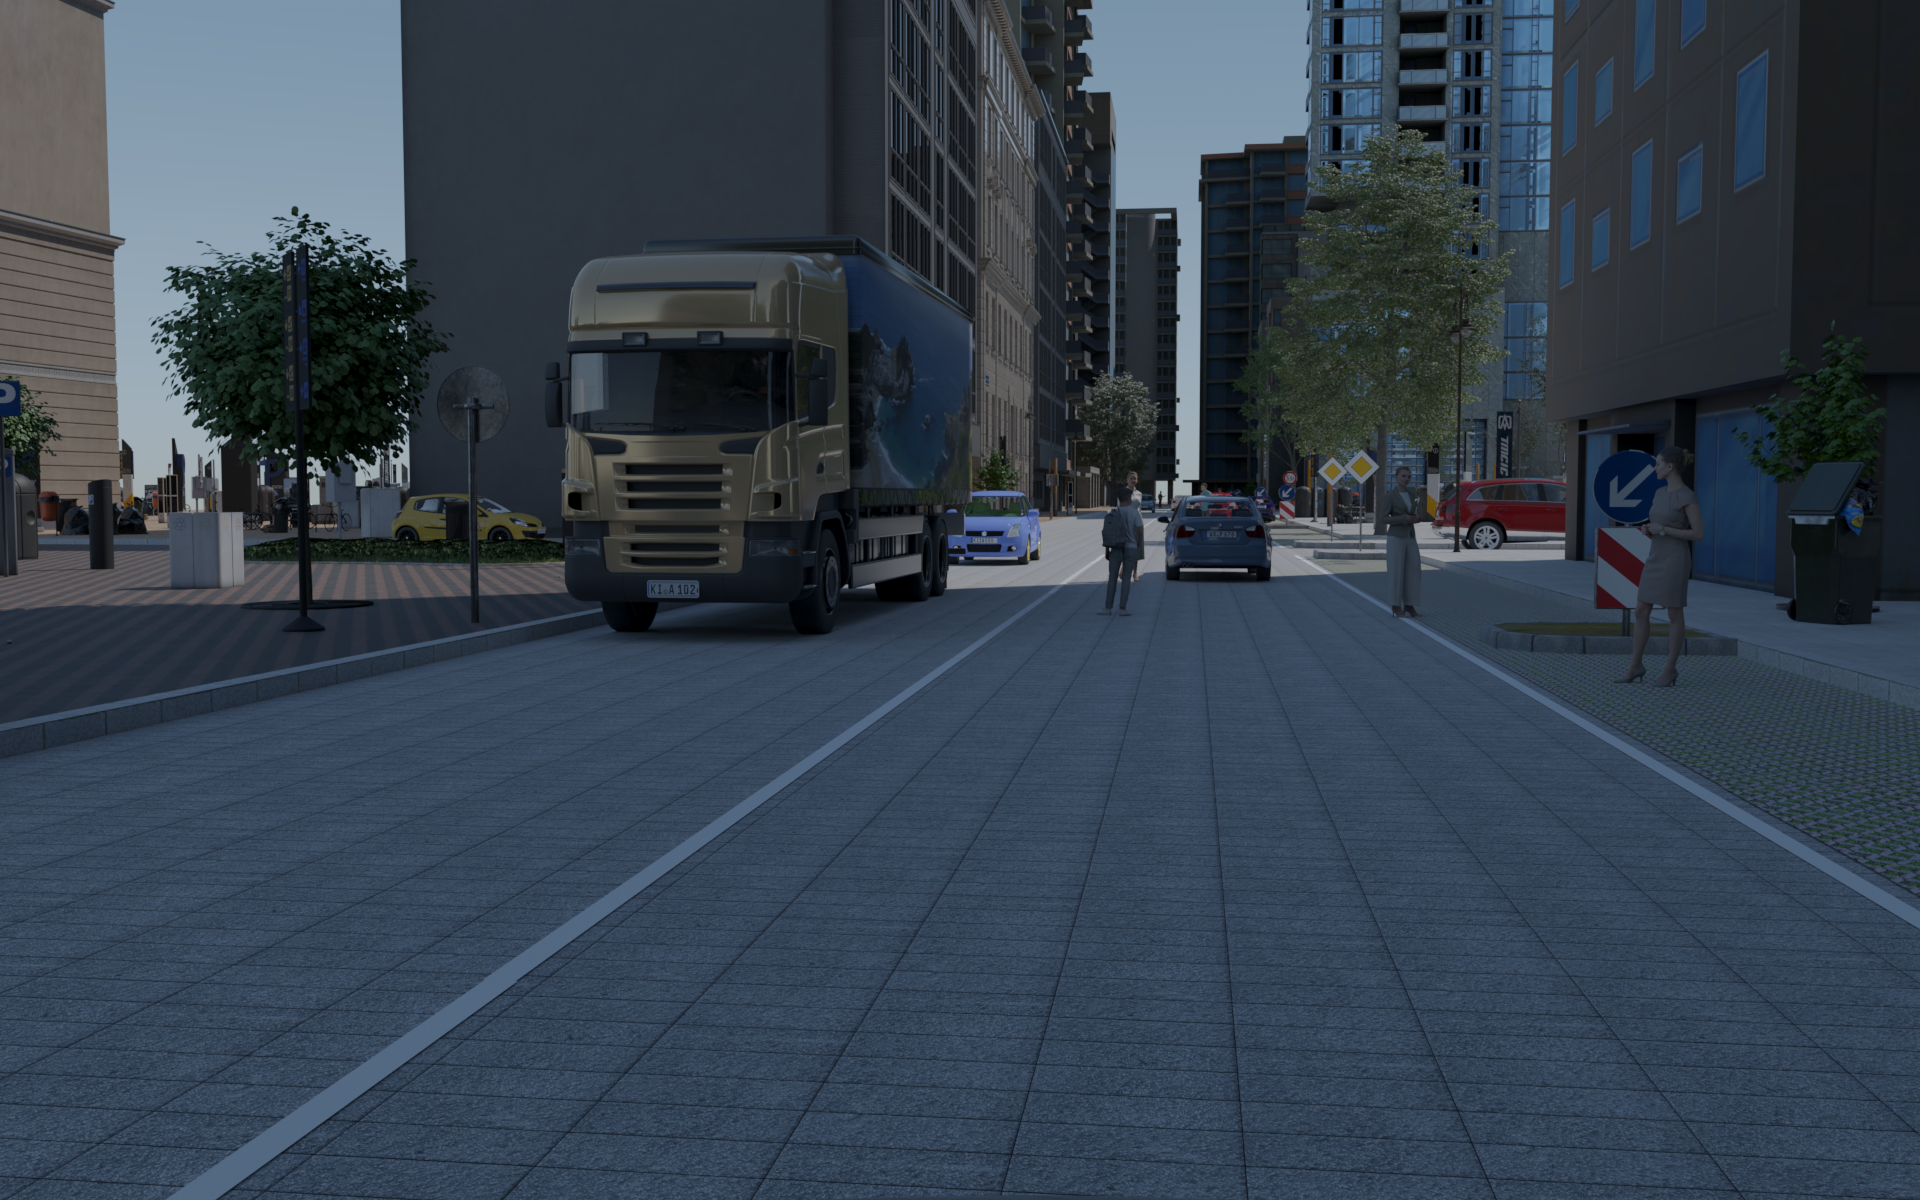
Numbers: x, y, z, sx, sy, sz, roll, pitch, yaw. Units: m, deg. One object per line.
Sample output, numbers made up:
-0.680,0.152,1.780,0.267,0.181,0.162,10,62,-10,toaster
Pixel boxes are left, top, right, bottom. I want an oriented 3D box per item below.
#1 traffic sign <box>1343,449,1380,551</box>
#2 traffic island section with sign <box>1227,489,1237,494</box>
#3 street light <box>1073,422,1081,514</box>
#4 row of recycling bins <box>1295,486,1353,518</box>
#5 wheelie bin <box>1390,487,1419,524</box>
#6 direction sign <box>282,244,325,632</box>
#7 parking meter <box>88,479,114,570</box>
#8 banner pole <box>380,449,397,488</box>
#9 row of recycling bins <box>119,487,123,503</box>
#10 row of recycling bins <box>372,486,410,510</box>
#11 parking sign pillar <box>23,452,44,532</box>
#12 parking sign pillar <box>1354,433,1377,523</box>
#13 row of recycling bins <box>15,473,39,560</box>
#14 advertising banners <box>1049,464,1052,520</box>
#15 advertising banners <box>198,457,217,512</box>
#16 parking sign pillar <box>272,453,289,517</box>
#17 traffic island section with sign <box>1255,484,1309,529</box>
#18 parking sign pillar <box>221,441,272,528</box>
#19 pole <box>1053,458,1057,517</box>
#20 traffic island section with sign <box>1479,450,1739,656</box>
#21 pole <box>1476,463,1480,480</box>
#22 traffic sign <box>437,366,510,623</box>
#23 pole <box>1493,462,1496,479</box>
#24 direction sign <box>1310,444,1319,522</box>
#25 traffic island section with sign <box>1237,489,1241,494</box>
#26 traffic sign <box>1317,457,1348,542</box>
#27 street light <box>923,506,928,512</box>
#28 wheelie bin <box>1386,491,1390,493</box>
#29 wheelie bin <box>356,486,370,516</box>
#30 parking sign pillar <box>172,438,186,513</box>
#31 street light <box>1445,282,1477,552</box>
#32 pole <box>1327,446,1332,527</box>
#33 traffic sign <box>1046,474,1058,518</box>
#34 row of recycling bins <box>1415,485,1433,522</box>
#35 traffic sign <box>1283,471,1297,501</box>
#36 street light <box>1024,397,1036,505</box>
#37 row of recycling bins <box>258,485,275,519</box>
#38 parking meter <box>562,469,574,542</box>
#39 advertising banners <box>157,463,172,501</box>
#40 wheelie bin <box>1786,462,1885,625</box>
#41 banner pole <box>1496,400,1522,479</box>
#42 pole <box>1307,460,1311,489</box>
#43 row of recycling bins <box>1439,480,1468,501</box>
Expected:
8.969,-2.147,38.747,0.795,2.450,0.064,0,4,8,traffic sign
27.107,-10.153,174.624,1.989,1.847,2.006,0,4,8,traffic island section with sign
7.512,-8.506,111.856,0.468,5.910,1.993,0,4,8,street light
19.749,-5.327,94.214,3.534,1.692,1.069,-2,4,-24,row of recycling bins
19.256,-4.077,74.574,0.980,1.594,0.693,-1,4,-16,wheelie bin
-6.163,-1.478,16.162,0.379,3.537,0.876,-2,4,-34,direction sign
-14.669,-1.295,29.577,0.372,1.533,0.369,0,3,0,parking meter
-25.310,-5.271,76.191,0.401,3.779,0.863,1,4,19,banner pole
-39.478,-4.459,80.013,1.069,1.692,3.534,0,4,-8,row of recycling bins
-30.081,-5.207,92.244,3.534,1.692,1.069,2,4,26,row of recycling bins
-31.489,-4.246,57.890,1.447,3.967,1.447,-2,4,-33,parking sign pillar
18.114,-5.381,76.448,1.447,3.967,1.447,1,4,11,parking sign pillar
-19.669,-1.689,34.725,3.534,1.692,1.069,3,4,37,row of recycling bins
4.440,-5.436,85.060,0.090,3.025,2.074,0,4,5,advertising banners
-35.033,-5.165,80.629,0.090,3.025,2.074,-3,5,-43,advertising banners
-38.175,-6.624,96.781,1.447,3.967,1.447,0,4,7,parking sign pillar
13.379,-3.855,71.664,1.989,1.847,2.006,0,4,8,traffic island section with sign
-27.555,-4.756,66.225,1.447,3.967,1.447,1,4,13,parking sign pillar
5.428,-6.400,98.482,0.158,3.312,0.155,0,3,0,pole
5.998,-0.469,16.292,1.989,1.847,2.006,0,4,8,traffic island section with sign
34.383,-7.413,115.051,0.158,3.312,0.155,0,3,0,pole
-4.840,-1.046,17.209,0.768,2.556,0.104,1,4,9,traffic sign
34.292,-7.170,111.079,0.158,3.312,0.155,0,3,0,pole
16.107,-5.302,78.683,0.379,3.537,0.876,-1,4,-12,direction sign
16.941,-5.490,98.384,1.989,1.847,2.006,0,4,8,traffic island section with sign
10.024,-2.631,46.662,0.795,2.450,0.064,0,4,8,traffic sign
-0.978,-4.634,48.560,0.468,5.910,1.993,0,4,8,street light
27.695,-6.326,111.332,0.693,1.594,0.980,1,4,22,wheelie bin
-23.157,-3.619,67.084,0.693,1.594,0.980,2,4,32,wheelie bin
-37.829,-5.836,83.887,1.447,3.967,1.447,-1,4,-18,parking sign pillar
10.947,-3.988,37.990,0.468,5.910,1.993,0,4,8,street light
14.592,-4.552,68.266,0.158,3.312,0.155,0,3,0,pole
4.696,-5.277,88.403,0.606,2.300,0.079,1,4,17,traffic sign
21.749,-4.496,80.624,1.069,1.692,3.534,0,4,6,row of recycling bins
18.403,-5.902,96.596,0.768,2.556,0.104,1,4,12,traffic sign
3.265,-6.614,80.934,0.468,5.910,1.993,0,4,8,street light
-33.152,-4.527,81.134,1.069,1.692,3.534,0,4,5,row of recycling bins
-8.971,-2.074,39.626,0.255,1.863,0.399,-1,4,-12,parking meter
-44.915,-6.219,97.873,0.090,3.025,2.074,0,4,-3,advertising banners
8.718,-0.573,17.277,0.693,1.594,0.980,-1,4,-18,wheelie bin
14.609,-3.426,46.026,0.863,3.779,0.401,-1,4,-9,banner pole
20.697,-6.657,102.681,0.158,3.312,0.155,0,3,0,pole
15.794,-2.645,50.351,3.534,1.692,1.069,-1,4,-13,row of recycling bins
